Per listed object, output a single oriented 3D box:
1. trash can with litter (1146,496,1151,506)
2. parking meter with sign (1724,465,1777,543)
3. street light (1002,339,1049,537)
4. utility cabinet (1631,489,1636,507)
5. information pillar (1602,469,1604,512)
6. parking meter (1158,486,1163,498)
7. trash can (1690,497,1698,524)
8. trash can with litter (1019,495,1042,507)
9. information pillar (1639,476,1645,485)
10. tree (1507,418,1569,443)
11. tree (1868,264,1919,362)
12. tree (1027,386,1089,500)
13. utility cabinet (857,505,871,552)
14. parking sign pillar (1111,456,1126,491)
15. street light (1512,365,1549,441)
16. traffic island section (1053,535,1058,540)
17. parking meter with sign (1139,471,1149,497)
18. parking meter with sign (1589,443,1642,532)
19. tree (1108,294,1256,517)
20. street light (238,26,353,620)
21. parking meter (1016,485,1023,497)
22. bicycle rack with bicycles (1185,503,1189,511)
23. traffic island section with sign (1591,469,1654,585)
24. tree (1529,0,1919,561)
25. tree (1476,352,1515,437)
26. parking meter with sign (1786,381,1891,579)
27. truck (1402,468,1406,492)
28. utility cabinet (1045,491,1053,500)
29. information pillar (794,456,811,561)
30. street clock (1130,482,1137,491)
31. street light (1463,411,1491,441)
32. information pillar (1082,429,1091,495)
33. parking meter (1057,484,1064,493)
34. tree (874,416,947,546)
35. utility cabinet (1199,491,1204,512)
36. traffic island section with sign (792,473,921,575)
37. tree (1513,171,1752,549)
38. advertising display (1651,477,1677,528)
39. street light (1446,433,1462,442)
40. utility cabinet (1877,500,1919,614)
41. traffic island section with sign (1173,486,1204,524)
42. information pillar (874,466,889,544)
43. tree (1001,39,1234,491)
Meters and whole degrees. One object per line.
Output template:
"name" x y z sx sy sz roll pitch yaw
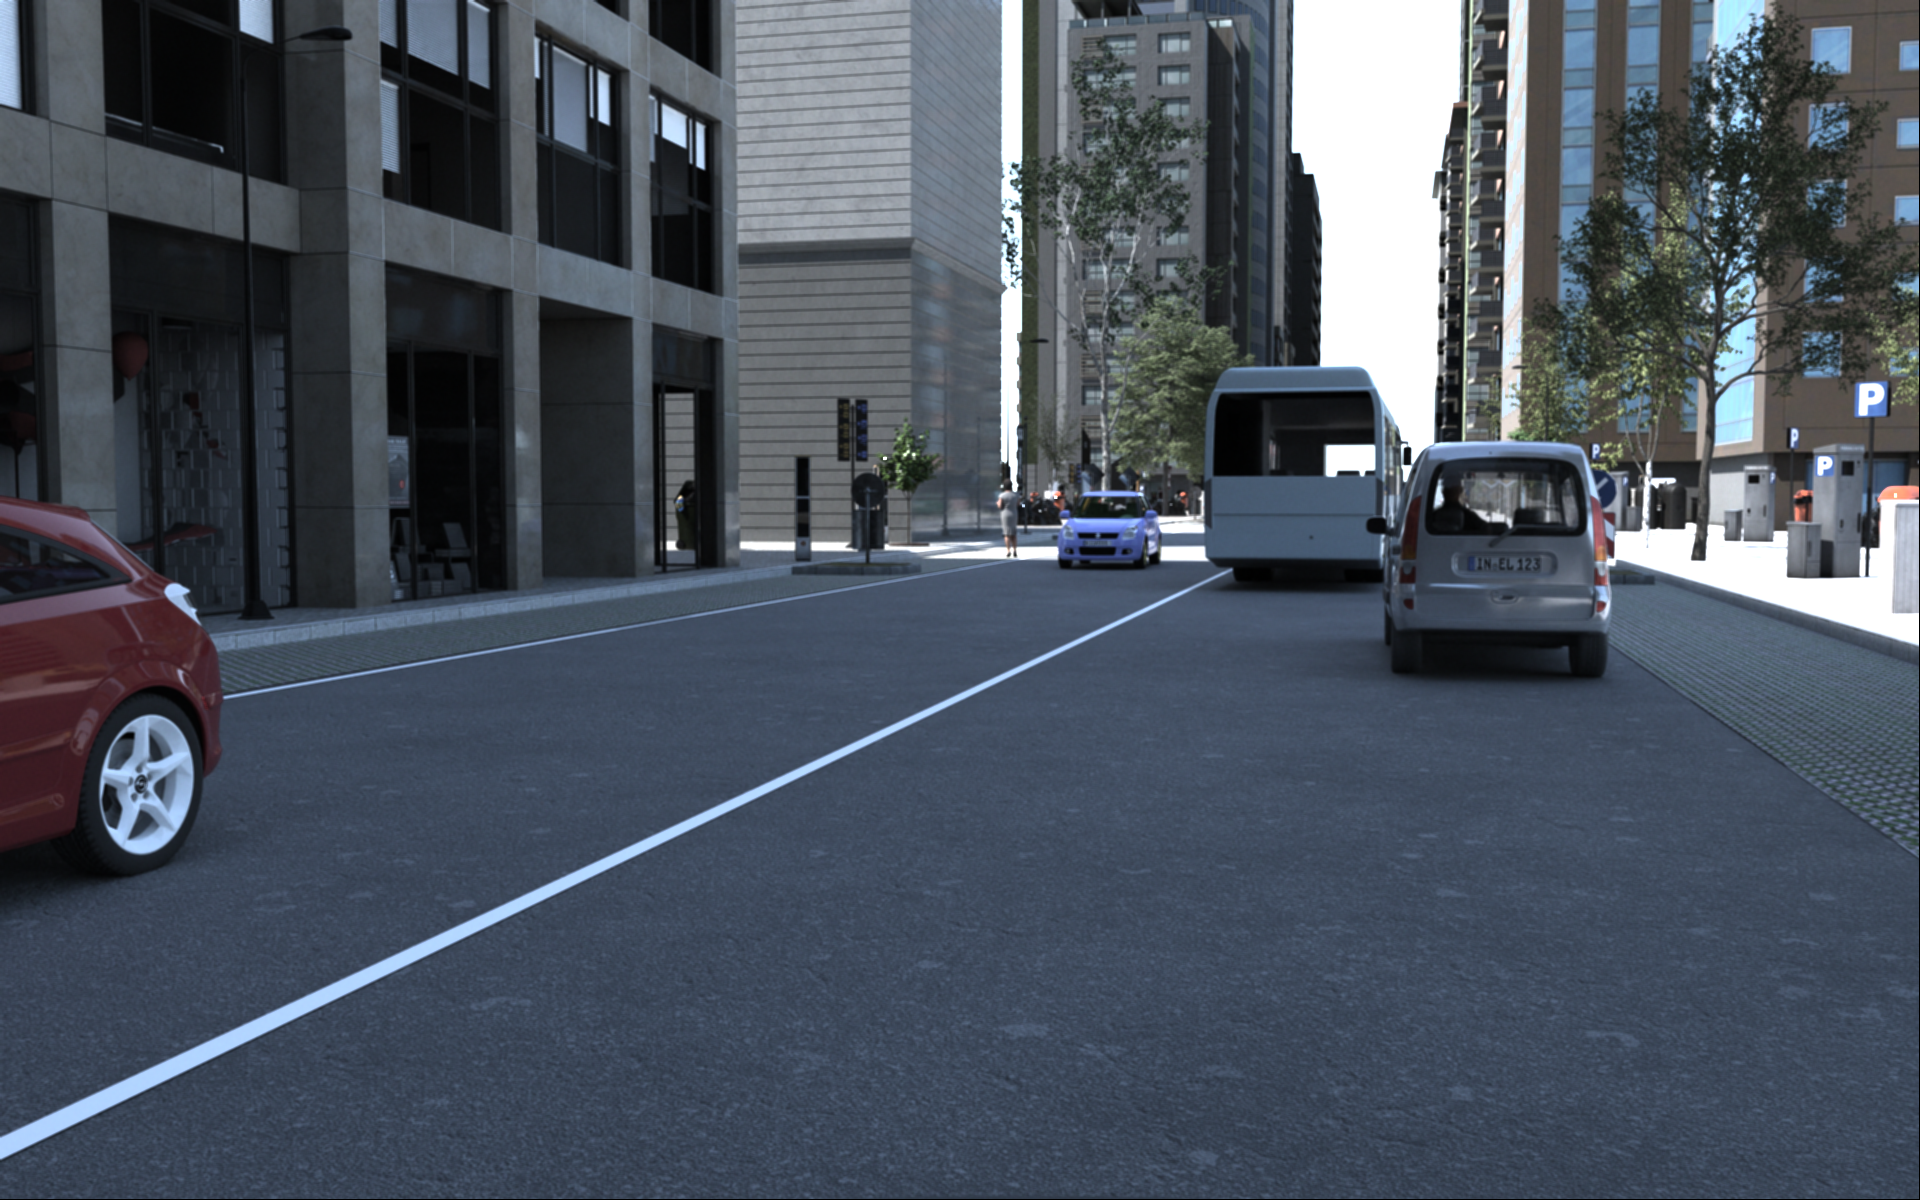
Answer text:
"trash can with litter" 13.098 -6.694 120.838 0.624 1.170 1.055 2 4 30
"parking meter with sign" 21.306 -3.051 46.141 0.543 3.016 1.738 -3 5 -42
"street light" 1.970 -4.861 52.021 1.470 5.913 1.316 1 4 14
"utility cabinet" 28.931 -4.041 74.749 1.173 1.500 0.318 2 4 34
"information pillar" 18.460 -2.789 50.095 0.304 2.012 0.304 2 4 28
"parking meter" 14.673 -7.399 126.687 0.399 1.863 0.255 1 4 18
"trash can" 31.587 -3.813 74.002 0.748 1.137 0.748 0 3 0
"trash can with litter" 4.131 -5.527 101.431 2.233 1.210 1.678 0 4 4
"information pillar" 27.333 -3.956 69.174 0.304 2.012 0.304 -1 4 -19
"tree" 24.585 -5.507 73.748 4.285 4.588 4.351 0 3 0
"tree" 25.782 -5.762 44.564 4.737 8.622 4.395 0 3 0
"tree" 6.413 -10.291 118.617 4.360 8.622 3.978 0 3 0
"utility cabinet" -2.164 -1.692 38.831 0.306 1.237 1.020 0 4 -5
"parking sign pillar" 10.503 -7.836 116.583 1.447 3.967 1.447 0 4 0
"street light" 20.600 -5.503 62.511 1.470 5.913 1.316 1 4 14
"traffic island section" 4.191 -2.017 55.259 2.009 0.180 2.903 1 4 14
"parking meter with sign" 13.960 -8.321 132.305 0.543 3.016 1.738 1 4 22
"parking meter with sign" 22.398 -3.844 59.111 0.543 3.016 1.738 -3 5 -39
"tree" 12.125 -11.019 98.291 7.486 12.596 7.792 0 3 0
"street light" -6.708 -2.749 17.483 1.470 5.913 1.316 1 4 14
"parking meter" 3.696 -6.235 107.645 0.399 1.863 0.255 -1 4 -13
"bicycle rack with bicycles" 17.410 -7.080 129.146 2.925 0.926 2.852 0 4 -3
"traffic island section with sign" 10.169 -1.204 28.310 1.989 1.847 2.006 1 4 14
"tree" 14.476 -6.015 32.761 7.601 10.594 8.767 1 4 18
"tree" 23.425 -7.214 68.305 4.737 8.622 4.395 0 3 0
"parking meter with sign" 13.442 -1.854 26.570 1.738 3.016 0.543 -2 4 -28
"truck" 42.859 -11.093 171.123 2.967 4.110 18.799 1 4 12
"utility cabinet" 6.858 -7.384 129.407 0.318 1.500 1.173 -3 5 -44
"information pillar" -3.014 -1.757 33.221 0.304 2.012 0.304 0 4 -7
"street clock" 8.982 -5.214 89.823 0.358 2.002 0.471 -1 4 -13
"street light" 29.170 -7.626 97.223 1.470 5.913 1.316 1 4 14
"information pillar" 4.556 -4.364 62.712 0.183 3.616 0.504 2 4 35
"parking meter" 6.038 -5.998 103.774 0.399 1.863 0.255 -1 4 -22
"tree" -1.398 -2.963 43.046 1.663 3.219 1.824 0 3 0
"utility cabinet" 17.805 -7.139 125.401 0.318 1.500 1.173 -3 5 -39
"traffic island section with sign" -1.780 -1.386 31.290 1.989 1.847 2.006 1 4 14
"tree" 16.134 -5.505 40.369 4.737 8.622 4.395 0 3 0
"advertising display" 26.298 -3.648 64.851 0.974 1.923 0.123 2 4 29
"street light" 39.336 -10.114 137.907 1.470 5.913 1.316 1 4 14
"utility cabinet" 10.426 -0.454 18.584 1.020 1.237 0.306 0 4 -5
"traffic island section with sign" 11.487 -4.637 84.447 1.989 1.847 2.006 1 4 14
"information pillar" -2.032 -2.464 44.770 0.304 2.012 0.304 -2 4 -25
"tree" 5.515 -13.409 75.133 12.611 20.169 13.585 0 3 0
